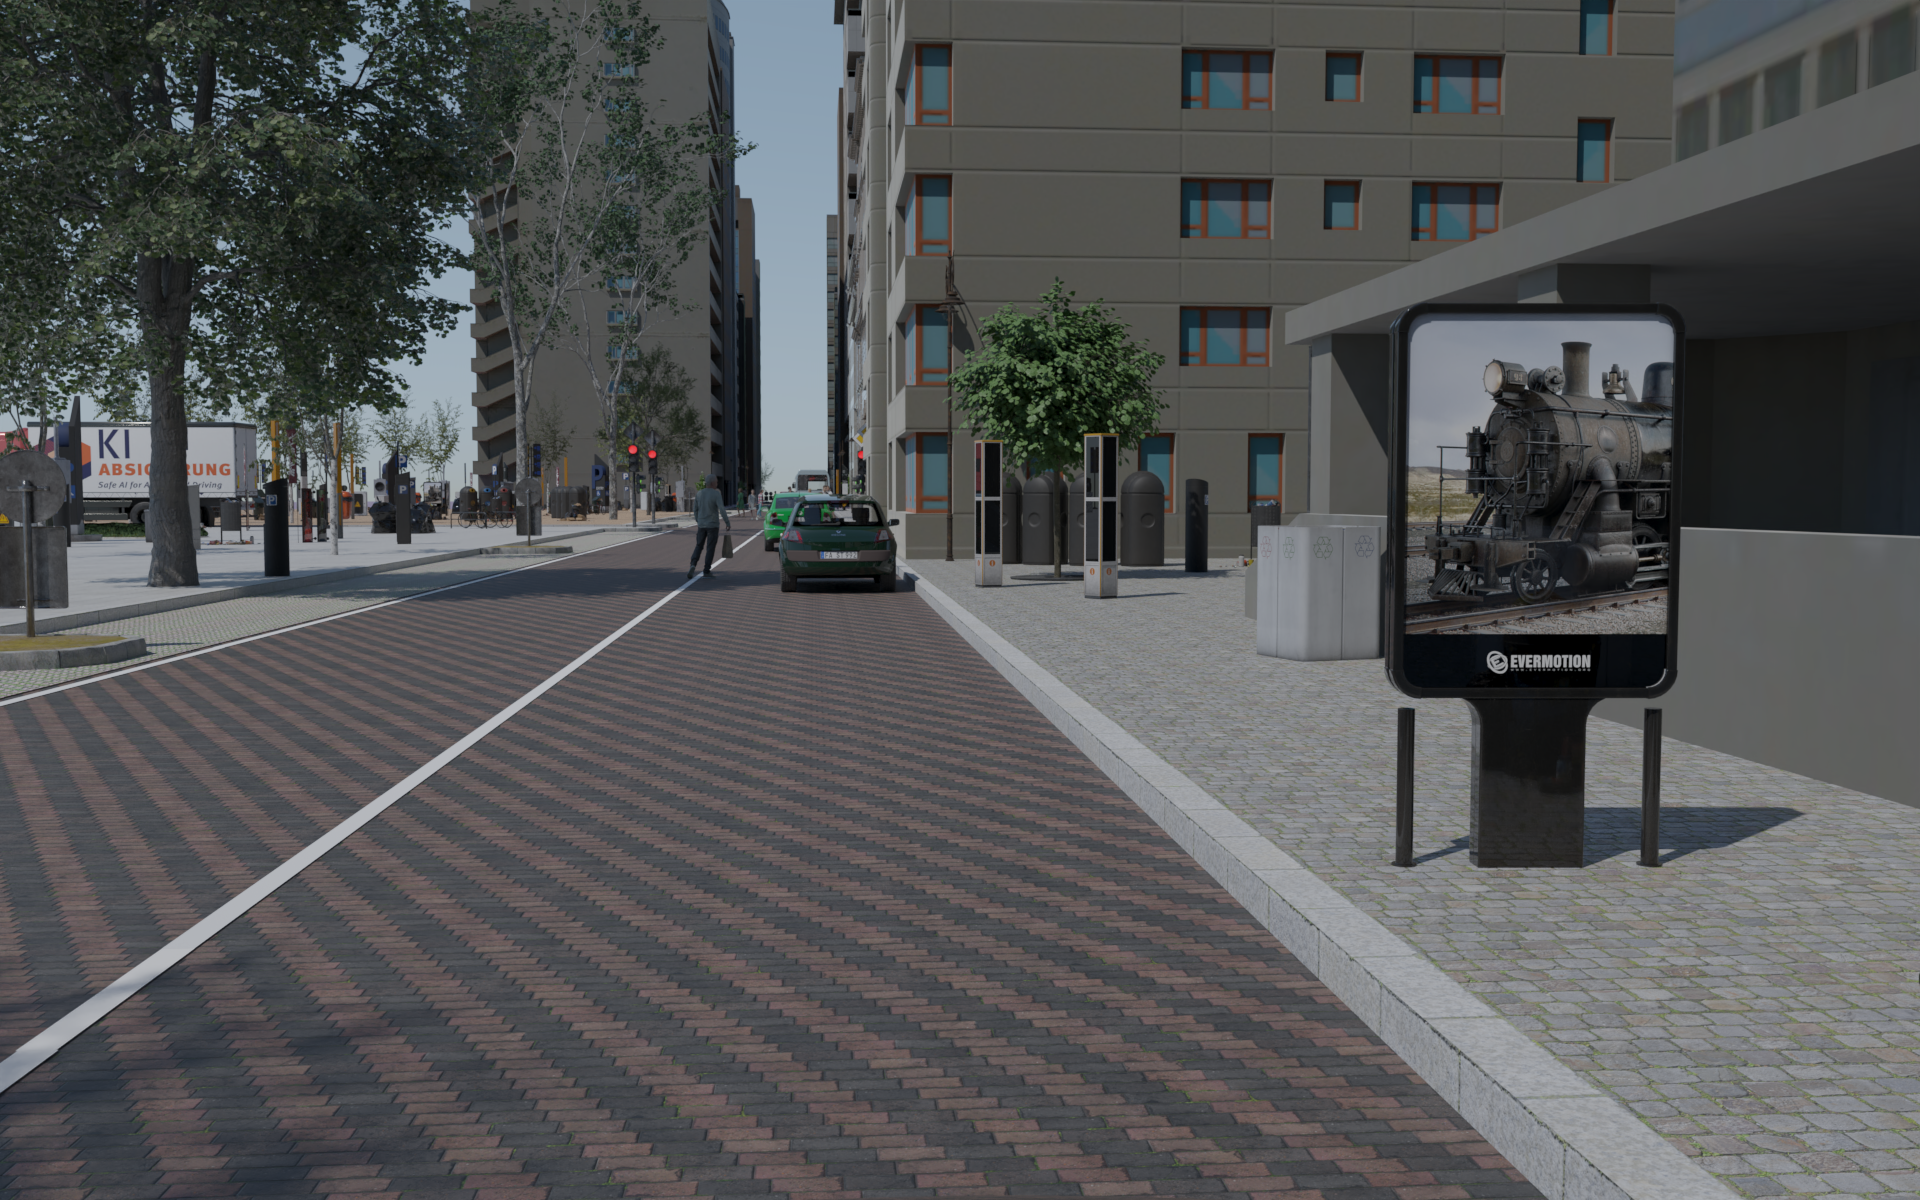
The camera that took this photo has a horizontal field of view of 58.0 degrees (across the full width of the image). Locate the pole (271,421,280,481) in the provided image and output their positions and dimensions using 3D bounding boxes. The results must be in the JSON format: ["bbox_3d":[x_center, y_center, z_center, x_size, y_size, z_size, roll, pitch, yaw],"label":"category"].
[{"bbox_3d":[-19.042,-3.327,48.241,0.158,3.312,0.155,0,3,0],"label":"pole"}]

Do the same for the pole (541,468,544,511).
[{"bbox_3d":[-32.295,-8.573,134.015,0.158,3.312,0.155,0,3,0],"label":"pole"}]

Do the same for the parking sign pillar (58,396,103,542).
[{"bbox_3d":[-24.055,-3.570,46.847,1.447,3.967,1.447,-1,4,-20],"label":"parking sign pillar"}]

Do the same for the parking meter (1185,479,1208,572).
[{"bbox_3d":[3.889,-1.226,28.458,0.372,1.533,0.369,0,3,0],"label":"parking meter"}]

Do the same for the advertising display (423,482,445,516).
[{"bbox_3d":[-27.726,-5.254,91.118,0.974,1.923,0.123,0,4,1],"label":"advertising display"}]

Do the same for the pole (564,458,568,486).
[{"bbox_3d":[-21.948,-6.283,96.564,0.158,3.312,0.155,0,3,0],"label":"pole"}]

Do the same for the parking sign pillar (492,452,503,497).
[{"bbox_3d":[-29.667,-7.505,111.172,1.447,3.967,1.447,0,4,-2],"label":"parking sign pillar"}]

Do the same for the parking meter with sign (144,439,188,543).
[{"bbox_3d":[-21.324,-3.071,46.479,0.543,3.016,1.738,0,4,-1],"label":"parking meter with sign"}]

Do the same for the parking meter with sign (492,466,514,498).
[{"bbox_3d":[-27.955,-6.775,107.033,1.738,3.016,0.543,-3,5,-42],"label":"parking meter with sign"}]

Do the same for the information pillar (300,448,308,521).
[{"bbox_3d":[-30.931,-5.523,81.659,0.183,3.616,0.504,1,4,12],"label":"information pillar"}]

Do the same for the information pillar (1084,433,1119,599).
[{"bbox_3d":[1.729,-1.022,21.210,0.304,2.012,0.304,-3,4,-39],"label":"information pillar"}]

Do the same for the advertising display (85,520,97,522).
[{"bbox_3d":[-40.331,-4.581,80.114,0.974,1.923,0.123,1,4,17],"label":"advertising display"}]

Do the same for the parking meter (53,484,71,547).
[{"bbox_3d":[-21.663,-2.040,41.766,0.372,1.533,0.369,0,3,0],"label":"parking meter"}]

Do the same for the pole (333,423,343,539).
[{"bbox_3d":[-17.853,-3.418,49.725,0.158,3.312,0.155,0,3,0],"label":"pole"}]

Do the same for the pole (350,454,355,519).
[{"bbox_3d":[-30.952,-5.771,88.201,0.158,3.312,0.155,0,3,0],"label":"pole"}]

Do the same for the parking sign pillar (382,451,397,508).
[{"bbox_3d":[-35.281,-7.257,107.129,1.447,3.967,1.447,0,4,7],"label":"parking sign pillar"}]

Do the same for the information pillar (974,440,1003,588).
[{"bbox_3d":[0.392,-1.180,23.779,0.304,2.012,0.304,-1,4,-20],"label":"information pillar"}]

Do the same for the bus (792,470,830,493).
[{"bbox_3d":[-11.760,-8.686,136.871,2.948,3.499,13.247,0,4,-6],"label":"bus"}]

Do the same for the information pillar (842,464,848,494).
[{"bbox_3d":[-9.084,-8.905,136.947,0.504,3.616,0.183,2,4,28],"label":"information pillar"}]

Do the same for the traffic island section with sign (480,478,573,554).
[{"bbox_3d":[-10.463,-2.039,41.969,1.989,1.847,2.006,0,4,-5],"label":"traffic island section with sign"}]

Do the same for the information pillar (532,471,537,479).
[{"bbox_3d":[-36.197,-9.566,147.756,0.504,3.616,0.183,-1,4,-18],"label":"information pillar"}]

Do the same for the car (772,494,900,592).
[{"bbox_3d":[-1.906,-1.036,26.732,2.009,1.686,4.222,0,4,-5],"label":"car"}]

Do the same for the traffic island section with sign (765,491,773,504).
[{"bbox_3d":[-28.535,-15.122,255.878,1.989,1.847,2.006,0,4,-5],"label":"traffic island section with sign"}]

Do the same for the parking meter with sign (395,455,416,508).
[{"bbox_3d":[-24.592,-4.951,77.204,0.543,3.016,1.738,-3,4,-38],"label":"parking meter with sign"}]

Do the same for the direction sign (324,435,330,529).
[{"bbox_3d":[-23.360,-4.395,63.855,0.379,3.537,0.876,-2,4,-26],"label":"direction sign"}]

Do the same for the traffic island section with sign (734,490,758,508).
[{"bbox_3d":[-21.566,-10.078,173.400,1.989,1.847,2.006,0,4,-5],"label":"traffic island section with sign"}]

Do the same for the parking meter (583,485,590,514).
[{"bbox_3d":[-24.079,-6.476,111.595,0.399,1.863,0.255,1,4,18],"label":"parking meter"}]

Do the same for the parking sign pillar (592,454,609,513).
[{"bbox_3d":[-24.097,-7.806,116.102,1.447,3.967,1.447,3,4,36],"label":"parking sign pillar"}]

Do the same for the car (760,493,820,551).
[{"bbox_3d":[-4.163,-2.194,44.667,1.959,1.807,4.718,0,4,-6],"label":"car"}]

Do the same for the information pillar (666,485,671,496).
[{"bbox_3d":[-23.027,-8.095,136.848,0.304,2.012,0.304,3,5,42],"label":"information pillar"}]

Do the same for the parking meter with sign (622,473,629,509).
[{"bbox_3d":[-27.491,-8.952,142.625,0.543,3.016,1.738,-1,4,-12],"label":"parking meter with sign"}]

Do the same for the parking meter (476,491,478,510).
[{"bbox_3d":[-37.749,-7.735,134.884,0.372,1.533,0.369,0,3,0],"label":"parking meter"}]

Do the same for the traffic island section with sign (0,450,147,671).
[{"bbox_3d":[-8.170,-0.377,14.786,1.989,1.847,2.006,0,4,-5],"label":"traffic island section with sign"}]

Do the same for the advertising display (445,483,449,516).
[{"bbox_3d":[-30.283,-5.930,102.172,0.123,1.923,0.974,-1,4,-8],"label":"advertising display"}]

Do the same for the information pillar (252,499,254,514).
[{"bbox_3d":[-44.398,-6.394,109.028,0.304,2.012,0.304,-2,4,-31],"label":"information pillar"}]

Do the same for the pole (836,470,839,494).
[{"bbox_3d":[-10.278,-9.273,145.459,0.158,3.312,0.155,0,3,0],"label":"pole"}]

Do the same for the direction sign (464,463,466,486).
[{"bbox_3d":[-36.087,-8.219,126.378,0.379,3.537,0.876,-1,4,-21],"label":"direction sign"}]

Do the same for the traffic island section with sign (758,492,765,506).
[{"bbox_3d":[-23.833,-11.721,200.260,1.989,1.847,2.006,0,4,-5],"label":"traffic island section with sign"}]

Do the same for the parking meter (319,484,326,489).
[{"bbox_3d":[-35.323,-5.527,96.080,0.399,1.863,0.255,1,4,16],"label":"parking meter"}]

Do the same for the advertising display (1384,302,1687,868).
[{"bbox_3d":[1.956,-0.044,5.931,0.974,1.923,0.123,0,4,0],"label":"advertising display"}]

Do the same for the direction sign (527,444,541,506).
[{"bbox_3d":[-19.212,-5.241,77.683,0.876,3.537,0.379,-2,4,-35],"label":"direction sign"}]

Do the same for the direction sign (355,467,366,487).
[{"bbox_3d":[-49.741,-9.284,143.797,0.876,3.537,0.379,0,4,-6],"label":"direction sign"}]

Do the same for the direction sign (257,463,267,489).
[{"bbox_3d":[-49.847,-8.039,123.434,0.876,3.537,0.379,0,4,4],"label":"direction sign"}]

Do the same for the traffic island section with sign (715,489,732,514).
[{"bbox_3d":[-17.414,-7.070,124.223,1.989,1.847,2.006,0,4,-5],"label":"traffic island section with sign"}]

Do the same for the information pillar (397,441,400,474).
[{"bbox_3d":[-24.553,-5.161,75.731,0.183,3.616,0.504,-1,4,-15],"label":"information pillar"}]

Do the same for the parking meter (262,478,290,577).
[{"bbox_3d":[-10.678,-1.140,27.043,0.372,1.533,0.369,0,3,0],"label":"parking meter"}]

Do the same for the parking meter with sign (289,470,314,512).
[{"bbox_3d":[-48.267,-7.987,126.855,1.738,3.016,0.543,-2,4,-28],"label":"parking meter with sign"}]

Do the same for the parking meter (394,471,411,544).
[{"bbox_3d":[-14.265,-2.361,44.316,0.399,1.863,0.255,-1,4,-19],"label":"parking meter"}]

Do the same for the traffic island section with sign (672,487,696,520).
[{"bbox_3d":[-15.137,-5.427,97.364,1.989,1.847,2.006,0,4,-5],"label":"traffic island section with sign"}]

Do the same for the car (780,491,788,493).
[{"bbox_3d":[-24.120,-14.104,239.265,2.281,1.827,5.304,0,4,-5],"label":"car"}]

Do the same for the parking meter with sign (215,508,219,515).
[{"bbox_3d":[-42.431,-6.262,98.649,0.543,3.016,1.738,-1,4,-21],"label":"parking meter with sign"}]

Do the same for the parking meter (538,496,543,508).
[{"bbox_3d":[-34.319,-8.313,141.624,0.255,1.863,0.399,1,4,23],"label":"parking meter"}]

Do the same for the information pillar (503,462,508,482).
[{"bbox_3d":[-33.085,-8.248,126.206,0.504,3.616,0.183,3,5,43],"label":"information pillar"}]

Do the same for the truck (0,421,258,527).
[{"bbox_3d":[-33.761,-4.847,68.162,11.283,4.237,2.839,0,4,-3],"label":"truck"}]
